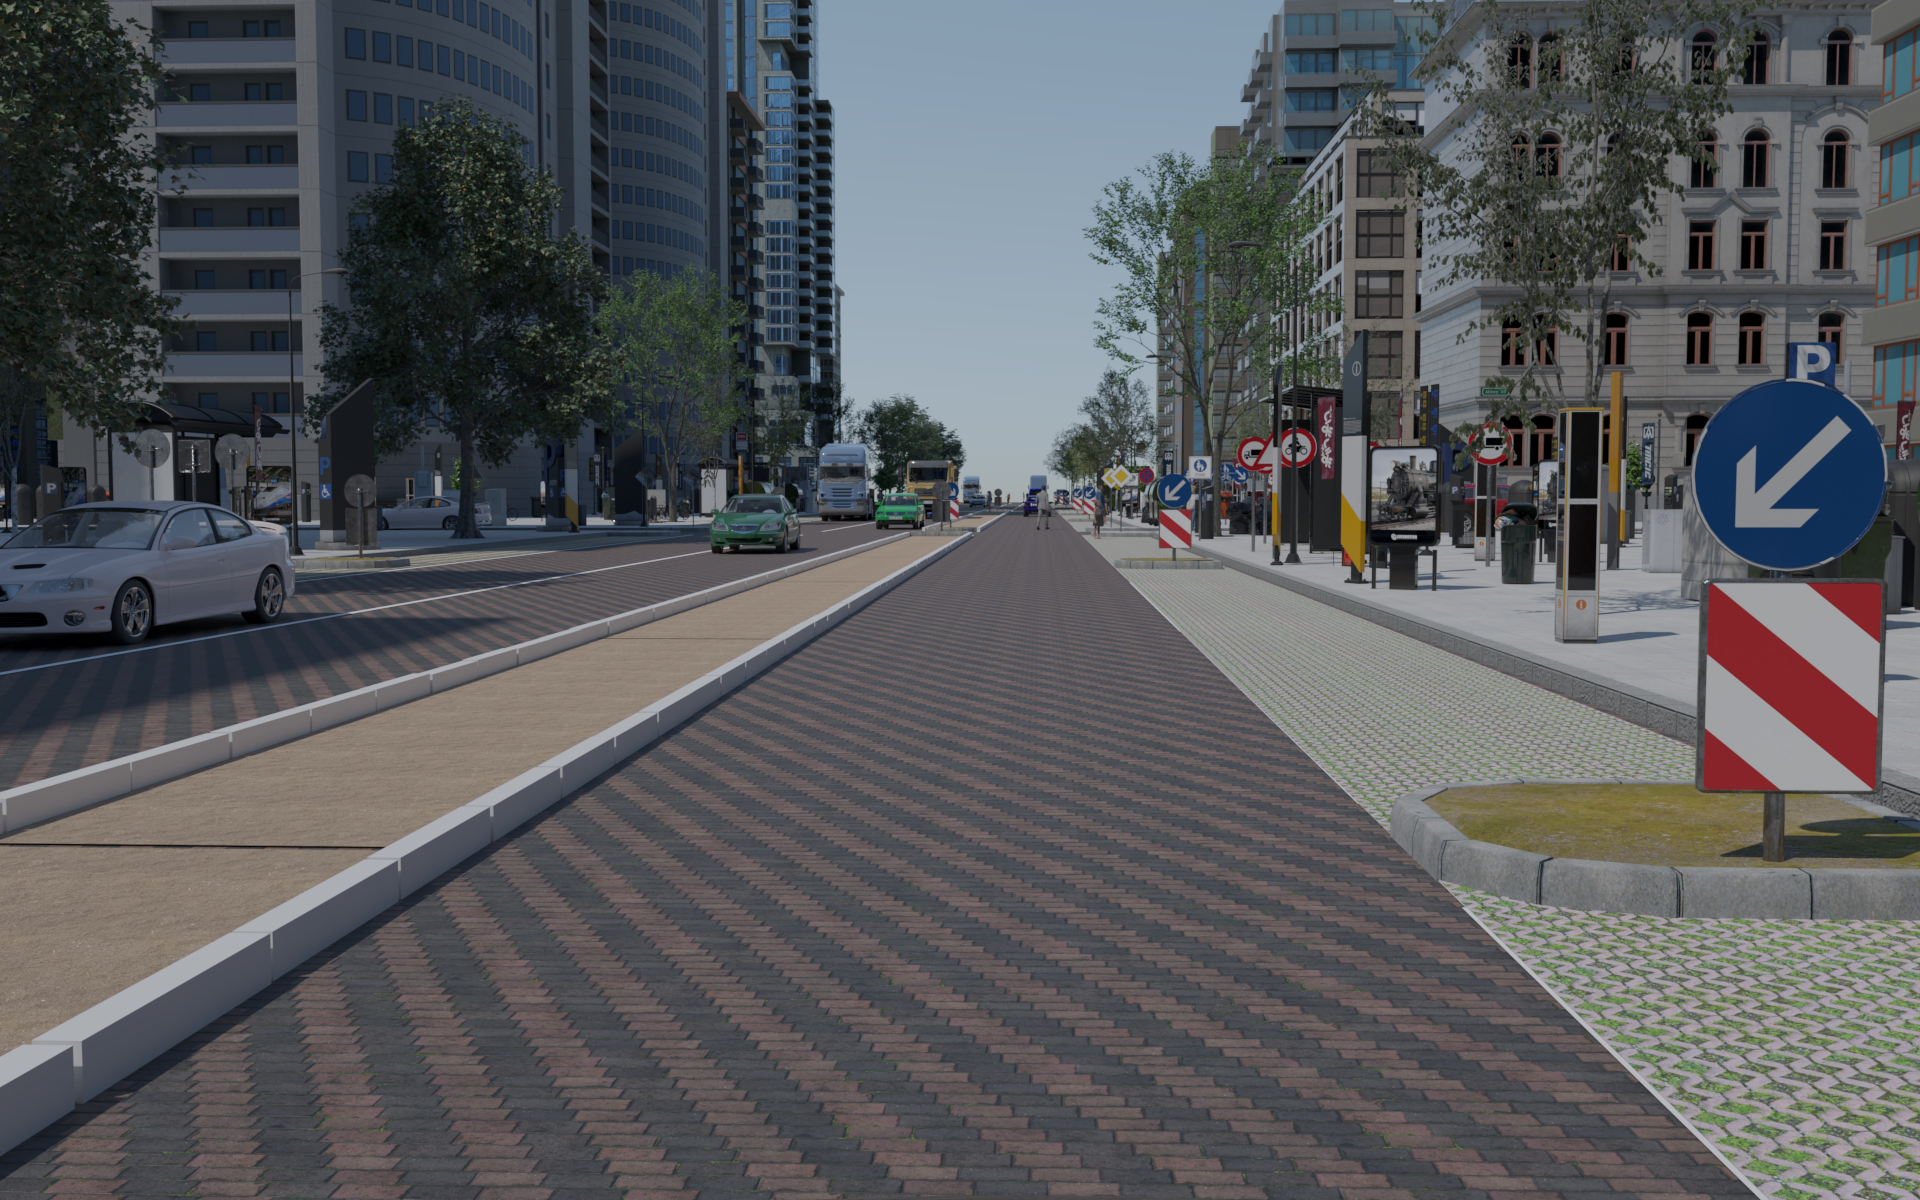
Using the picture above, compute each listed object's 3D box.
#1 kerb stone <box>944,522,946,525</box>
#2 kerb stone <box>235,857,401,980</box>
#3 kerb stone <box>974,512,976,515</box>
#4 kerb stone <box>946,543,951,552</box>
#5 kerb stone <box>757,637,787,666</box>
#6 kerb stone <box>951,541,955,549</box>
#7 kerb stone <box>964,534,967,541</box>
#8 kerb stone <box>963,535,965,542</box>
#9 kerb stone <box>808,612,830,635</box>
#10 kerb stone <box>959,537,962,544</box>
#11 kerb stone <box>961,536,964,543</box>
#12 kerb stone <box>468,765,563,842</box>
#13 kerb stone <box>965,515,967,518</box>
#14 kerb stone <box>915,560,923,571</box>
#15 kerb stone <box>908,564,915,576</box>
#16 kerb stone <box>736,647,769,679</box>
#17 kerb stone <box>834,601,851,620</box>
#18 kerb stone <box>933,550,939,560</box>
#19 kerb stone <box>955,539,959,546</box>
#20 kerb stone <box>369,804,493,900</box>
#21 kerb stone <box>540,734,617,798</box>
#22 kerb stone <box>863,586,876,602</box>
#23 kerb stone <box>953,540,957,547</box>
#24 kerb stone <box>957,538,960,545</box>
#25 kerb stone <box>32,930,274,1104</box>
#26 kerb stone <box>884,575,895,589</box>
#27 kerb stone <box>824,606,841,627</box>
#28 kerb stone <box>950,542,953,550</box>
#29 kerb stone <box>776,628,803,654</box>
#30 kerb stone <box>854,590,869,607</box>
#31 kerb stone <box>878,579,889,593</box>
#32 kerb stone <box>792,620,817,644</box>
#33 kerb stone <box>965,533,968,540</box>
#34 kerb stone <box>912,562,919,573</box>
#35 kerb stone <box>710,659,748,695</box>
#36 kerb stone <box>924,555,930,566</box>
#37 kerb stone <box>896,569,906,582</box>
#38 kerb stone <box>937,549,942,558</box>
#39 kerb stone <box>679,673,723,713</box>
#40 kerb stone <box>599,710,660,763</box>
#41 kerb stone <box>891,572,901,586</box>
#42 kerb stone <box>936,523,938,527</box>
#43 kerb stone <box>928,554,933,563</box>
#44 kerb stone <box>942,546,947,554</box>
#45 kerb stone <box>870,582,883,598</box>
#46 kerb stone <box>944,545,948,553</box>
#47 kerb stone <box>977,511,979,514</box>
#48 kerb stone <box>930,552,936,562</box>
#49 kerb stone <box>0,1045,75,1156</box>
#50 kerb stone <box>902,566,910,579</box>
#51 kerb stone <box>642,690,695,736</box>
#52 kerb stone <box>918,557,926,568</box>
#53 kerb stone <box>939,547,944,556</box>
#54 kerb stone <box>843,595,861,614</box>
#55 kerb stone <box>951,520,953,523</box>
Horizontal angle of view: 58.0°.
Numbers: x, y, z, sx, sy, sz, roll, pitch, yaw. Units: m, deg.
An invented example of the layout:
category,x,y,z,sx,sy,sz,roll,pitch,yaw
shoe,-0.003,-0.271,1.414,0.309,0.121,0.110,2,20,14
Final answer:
category,x,y,z,sx,sy,sz,roll,pitch,yaw
kerb stone,-0.846,-3.410,77.941,0.120,0.150,1.000,0,4,3
kerb stone,-2.057,1.018,5.592,0.120,0.150,1.000,0,4,3
kerb stone,0.780,-5.601,113.787,0.120,0.150,1.000,0,4,3
kerb stone,-0.367,-1.239,42.454,0.120,0.150,1.000,0,4,3
kerb stone,-1.634,0.452,14.809,0.120,0.150,1.000,0,4,3
kerb stone,-0.269,-1.364,44.507,0.120,0.150,1.000,0,4,3
kerb stone,0.052,-1.804,51.684,0.120,0.150,1.000,0,4,3
kerb stone,0.004,-1.740,50.663,0.120,0.150,1.000,0,4,3
kerb stone,-1.490,0.264,17.875,0.120,0.150,1.000,0,4,3
kerb stone,-0.085,-1.615,48.599,0.120,0.150,1.000,0,4,3
kerb stone,-0.043,-1.678,49.636,0.120,0.150,1.000,0,4,3
kerb stone,-1.959,0.891,7.634,0.120,0.150,1.000,0,4,3
kerb stone,0.181,-4.787,100.460,0.120,0.150,1.000,0,4,3
kerb stone,-0.830,-0.609,32.220,0.120,0.150,1.000,0,4,3
kerb stone,-0.926,-0.488,30.178,0.120,0.150,1.000,0,4,3
kerb stone,-1.677,0.514,13.786,0.120,0.150,1.000,0,4,3
kerb stone,-1.400,0.142,19.930,0.120,0.150,1.000,0,4,3
kerb stone,-0.596,-0.926,37.329,0.120,0.150,1.000,0,4,3
kerb stone,-0.185,-1.490,46.550,0.120,0.150,1.000,0,4,3
kerb stone,-2.010,0.953,6.613,0.120,0.150,1.000,0,4,3
kerb stone,-1.909,0.828,8.660,0.120,0.150,1.000,0,4,3
kerb stone,-1.258,-0.046,23.007,0.120,0.150,1.000,0,4,3
kerb stone,-0.227,-1.427,45.529,0.120,0.150,1.000,0,4,3
kerb stone,-0.144,-1.552,47.579,0.120,0.150,1.000,0,4,3
kerb stone,-2.097,1.078,4.567,0.120,0.150,1.000,0,4,3
kerb stone,-1.117,-0.233,26.085,0.120,0.150,1.000,0,4,3
kerb stone,-1.439,0.206,18.906,0.120,0.150,1.000,0,4,3
kerb stone,-0.327,-1.301,43.481,0.120,0.150,1.000,0,4,3
kerb stone,-1.584,0.389,15.832,0.120,0.150,1.000,0,4,3
kerb stone,-1.302,0.014,21.980,0.120,0.150,1.000,0,4,3
kerb stone,-1.164,-0.175,25.050,0.120,0.150,1.000,0,4,3
kerb stone,-1.542,0.327,16.853,0.120,0.150,1.000,0,4,3
kerb stone,0.099,-1.866,52.706,0.120,0.150,1.000,0,4,3
kerb stone,-0.884,-0.544,31.199,0.120,0.150,1.000,0,4,3
kerb stone,-1.726,0.577,12.765,0.120,0.150,1.000,0,4,3
kerb stone,-0.743,-0.738,34.263,0.120,0.150,1.000,0,4,3
kerb stone,-1.022,-0.361,28.128,0.120,0.150,1.000,0,4,3
kerb stone,-0.551,-0.988,38.353,0.120,0.150,1.000,0,4,3
kerb stone,-1.774,0.642,11.740,0.120,0.150,1.000,0,4,3
kerb stone,-1.862,0.768,9.689,0.120,0.150,1.000,0,4,3
kerb stone,-1.067,-0.299,27.106,0.120,0.150,1.000,0,4,3
kerb stone,-1.126,-3.033,71.786,0.120,0.150,1.000,0,4,3
kerb stone,-0.693,-0.798,35.284,0.120,0.150,1.000,0,4,3
kerb stone,-0.459,-1.113,40.399,0.120,0.150,1.000,0,4,3
kerb stone,-1.213,-0.112,24.029,0.120,0.150,1.000,0,4,3
kerb stone,-0.423,-1.176,41.421,0.120,0.150,1.000,0,4,3
kerb stone,1.024,-5.915,118.903,0.120,0.150,1.000,0,4,3
kerb stone,-0.644,-0.861,36.308,0.120,0.150,1.000,0,4,3
kerb stone,-2.146,1.141,3.537,0.120,0.150,1.000,0,4,3
kerb stone,-0.974,-0.426,29.156,0.120,0.150,1.000,0,4,3
kerb stone,-1.814,0.702,10.716,0.120,0.150,1.000,0,4,3
kerb stone,-0.791,-0.675,33.241,0.120,0.150,1.000,0,4,3
kerb stone,-0.508,-1.051,39.374,0.120,0.150,1.000,0,4,3
kerb stone,-1.344,0.076,20.959,0.120,0.150,1.000,0,4,3
kerb stone,-0.566,-3.786,84.092,0.120,0.150,1.000,0,4,3
